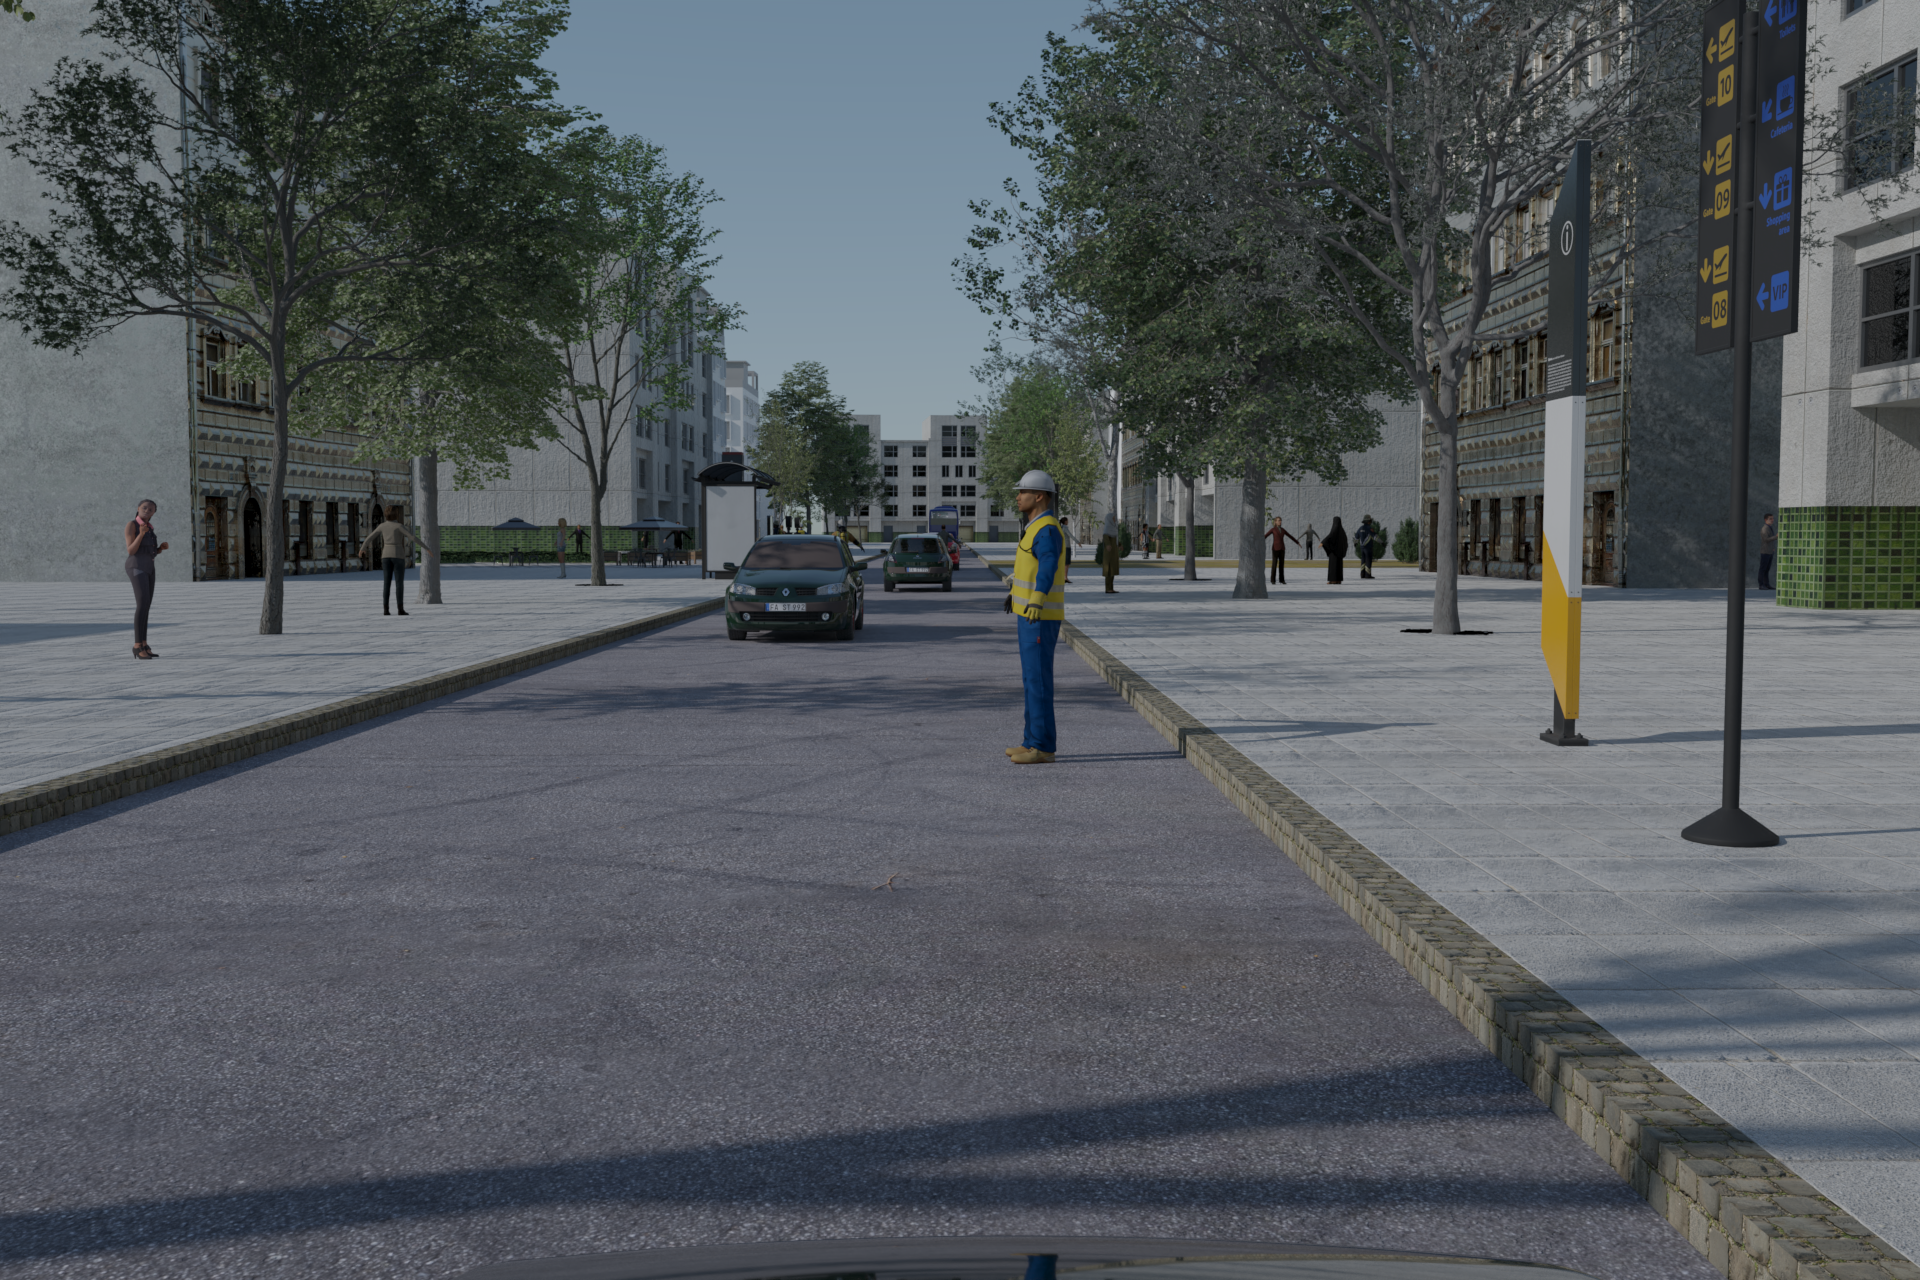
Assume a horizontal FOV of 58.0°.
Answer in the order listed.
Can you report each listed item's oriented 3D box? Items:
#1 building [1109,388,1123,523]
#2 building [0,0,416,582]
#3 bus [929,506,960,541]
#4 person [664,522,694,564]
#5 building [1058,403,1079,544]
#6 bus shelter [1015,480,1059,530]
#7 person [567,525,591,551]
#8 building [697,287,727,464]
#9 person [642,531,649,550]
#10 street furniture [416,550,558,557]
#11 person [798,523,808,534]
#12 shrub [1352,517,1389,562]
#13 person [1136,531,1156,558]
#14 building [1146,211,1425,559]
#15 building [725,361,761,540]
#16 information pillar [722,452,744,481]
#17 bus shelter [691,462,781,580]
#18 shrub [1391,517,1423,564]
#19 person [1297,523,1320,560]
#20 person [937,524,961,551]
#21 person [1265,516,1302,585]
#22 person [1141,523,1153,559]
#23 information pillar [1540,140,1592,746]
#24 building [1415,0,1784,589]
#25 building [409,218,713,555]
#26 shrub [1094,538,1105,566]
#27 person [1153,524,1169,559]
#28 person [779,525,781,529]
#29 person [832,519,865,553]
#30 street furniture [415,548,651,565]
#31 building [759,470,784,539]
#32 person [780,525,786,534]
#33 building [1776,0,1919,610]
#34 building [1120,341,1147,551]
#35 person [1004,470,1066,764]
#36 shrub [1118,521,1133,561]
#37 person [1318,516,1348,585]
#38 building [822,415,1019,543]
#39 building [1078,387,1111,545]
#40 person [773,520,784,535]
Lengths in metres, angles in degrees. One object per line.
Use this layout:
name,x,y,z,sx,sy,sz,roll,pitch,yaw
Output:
building,22.107,-20.816,196.762,16.016,20.090,11.380,0,3,0
building,-29.591,-13.688,54.725,19.493,23.208,18.063,0,4,1
bus,-1.391,-9.811,151.955,2.896,3.916,12.251,0,4,0
person,-11.905,-4.100,73.228,1.347,1.806,0.705,-2,4,-29
building,21.353,-22.467,233.796,16.747,18.905,31.486,0,4,0
bus shelter,3.464,-5.293,77.826,1.731,3.624,6.357,0,4,0
person,-20.640,-5.364,93.922,1.346,1.802,0.704,-2,4,-27
building,-24.707,-16.957,133.672,16.016,20.090,11.380,0,3,0
person,-17.245,-5.443,94.932,0.705,1.837,1.347,0,4,-2
street furniture,-24.535,-4.233,84.829,10.072,0.657,5.734,0,4,7
person,-7.303,-4.471,79.568,1.216,1.772,0.721,-1,4,-9
shrub,18.802,-4.601,79.266,1.661,2.075,1.752,0,3,0
person,10.162,-5.368,94.481,1.216,1.740,0.721,1,4,22
building,21.288,-14.500,103.540,16.747,18.905,31.486,0,4,0
building,-28.450,-20.400,189.962,16.016,20.090,11.380,0,4,1
information pillar,-7.166,-4.000,54.779,0.750,3.857,0.750,0,4,-1
bus shelter,-6.534,-3.502,51.179,2.014,3.302,5.546,0,4,-1
shrub,19.539,-4.351,75.185,1.661,2.075,1.752,0,3,0
person,17.297,-4.874,85.817,1.348,1.813,0.705,-1,4,-20
person,-0.626,-3.512,66.144,1.348,1.796,0.705,0,4,6
person,8.108,-2.270,43.927,1.215,1.729,0.721,-1,4,-17
person,9.458,-5.010,88.057,0.704,1.843,1.345,2,4,30
information pillar,3.705,-1.177,10.601,0.183,3.616,0.504,0,3,0
building,24.849,-13.343,49.083,19.493,23.208,18.063,0,3,0
building,-26.790,-15.072,112.886,16.747,18.905,31.486,0,4,0
shrub,5.843,-3.581,69.671,1.383,1.207,1.383,0,3,0
person,10.367,-5.113,89.876,0.705,1.796,1.348,3,5,40
person,-10.494,-5.828,101.420,1.346,1.812,0.704,-2,4,-33
person,-3.365,-2.508,49.235,1.354,1.858,0.705,-1,4,-12
street furniture,-18.634,-3.705,76.211,10.072,0.657,5.734,-1,4,-9
building,-26.773,-16.975,219.685,9.099,9.664,28.070,0,4,0
person,-9.074,-4.971,88.080,1.217,1.733,0.721,-1,4,-23
building,23.052,-9.066,14.692,16.747,18.905,31.486,0,4,0
building,22.696,-18.612,135.239,19.493,23.208,18.063,0,4,0
person,0.457,-0.153,10.934,0.705,1.833,1.349,0,4,-4
shrub,7.566,-4.844,83.612,1.690,2.028,1.600,0,3,0
person,9.510,-2.282,44.098,1.214,1.737,0.721,-3,5,-45
building,-5.133,-24.119,263.267,31.486,18.905,16.747,0,4,-5
building,24.434,-23.111,208.797,19.493,23.208,18.063,0,4,-1
person,-7.621,-4.031,71.690,0.705,1.856,1.354,2,4,32
